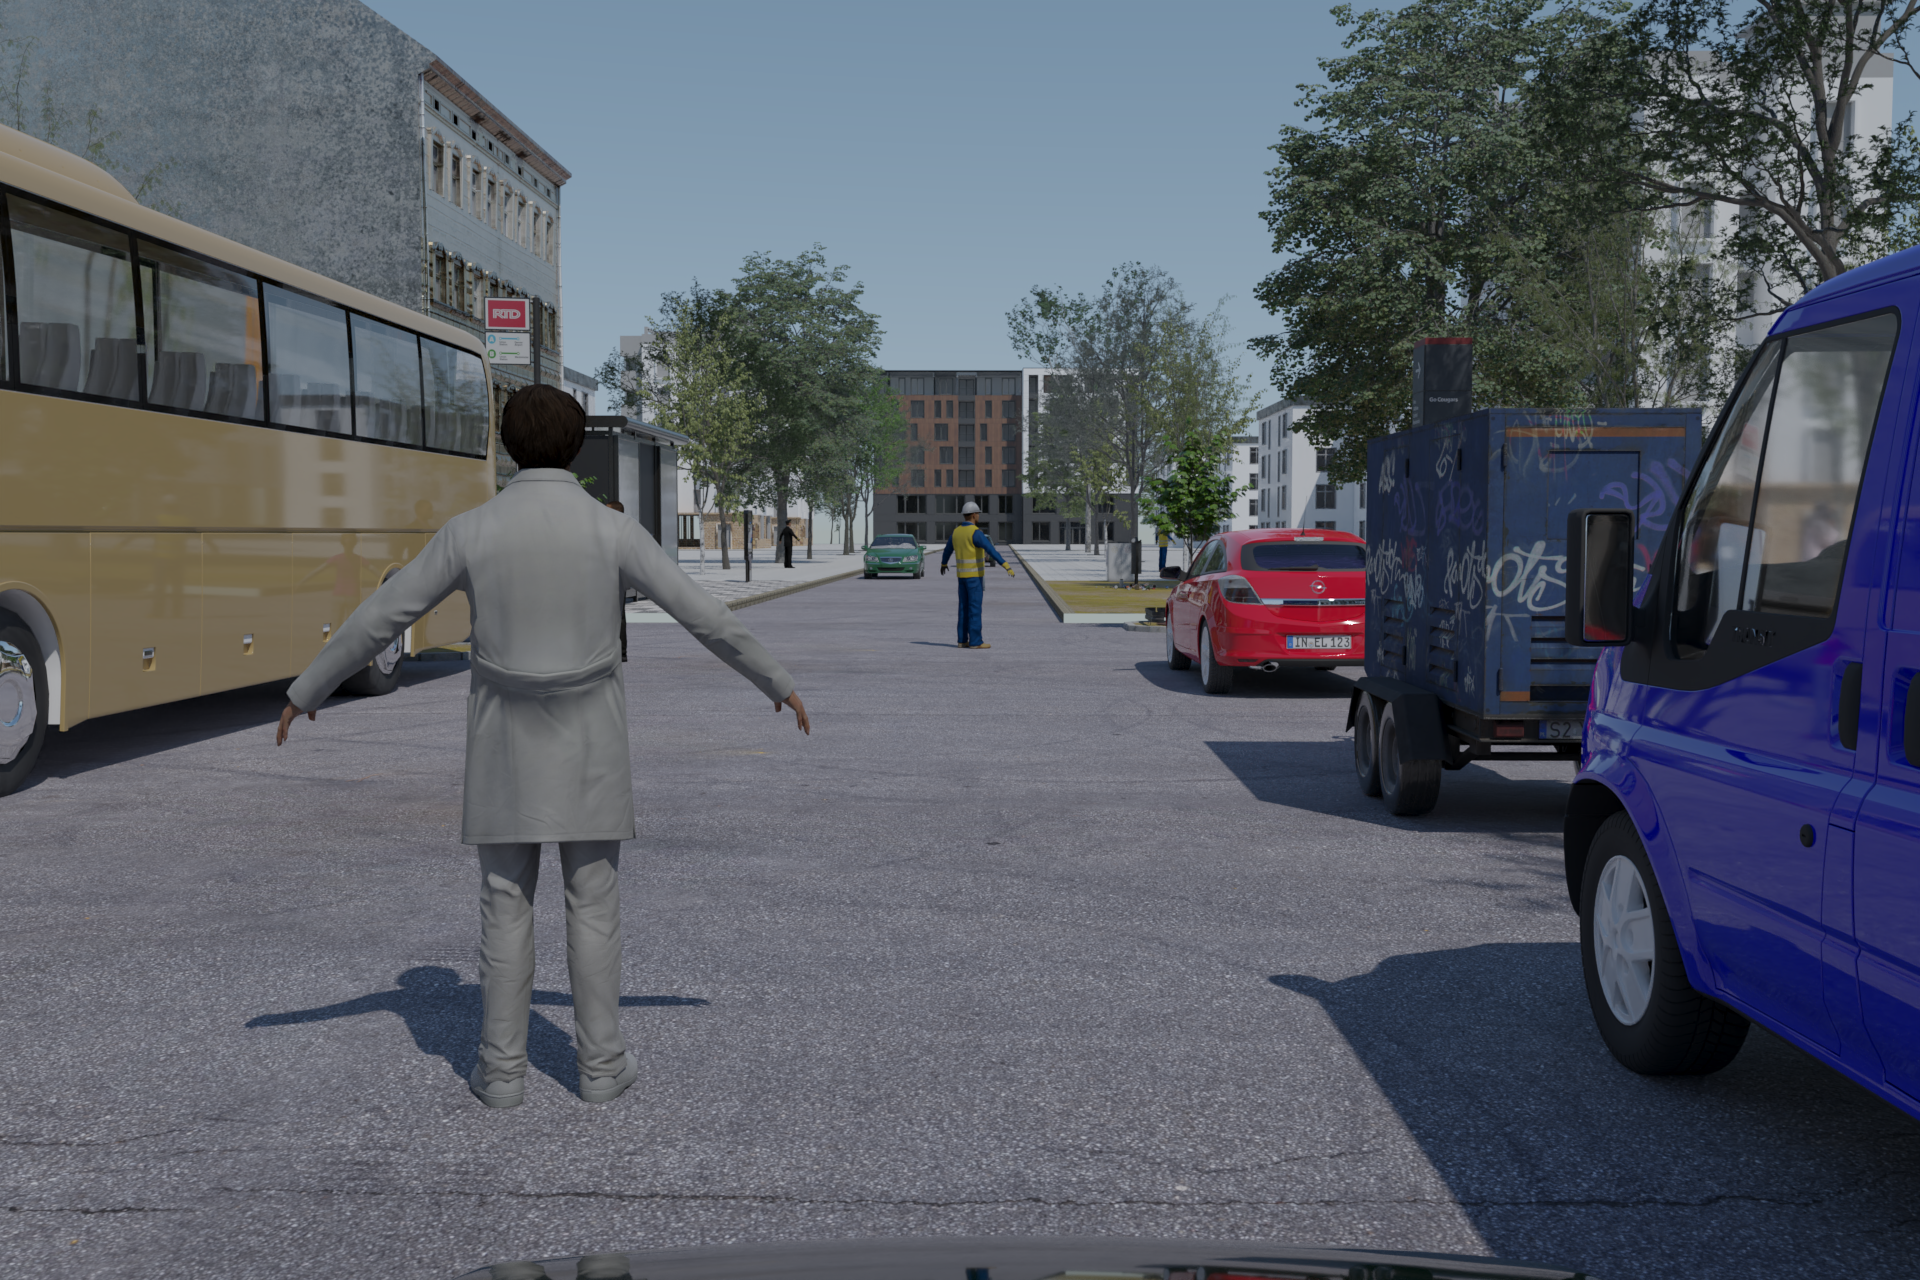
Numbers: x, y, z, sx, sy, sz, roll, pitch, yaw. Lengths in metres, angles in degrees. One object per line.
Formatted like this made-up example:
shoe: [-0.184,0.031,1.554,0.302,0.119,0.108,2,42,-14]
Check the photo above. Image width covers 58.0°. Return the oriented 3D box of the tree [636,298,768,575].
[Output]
tree: [-8.021,-6.327,53.814,4.737,8.622,4.395,0,3,0]

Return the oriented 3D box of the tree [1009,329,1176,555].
tree: [8.118,-11.837,103.899,12.009,13.543,11.850,0,3,0]

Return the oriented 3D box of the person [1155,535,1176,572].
person: [6.936,-3.187,58.568,0.721,1.772,1.216,-2,4,-25]

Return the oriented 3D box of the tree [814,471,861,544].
tree: [-16.053,-17.451,219.740,7.601,10.594,8.767,1,4,10]

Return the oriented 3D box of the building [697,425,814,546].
building: [-22.040,-20.120,185.386,16.016,20.090,11.380,0,4,2]

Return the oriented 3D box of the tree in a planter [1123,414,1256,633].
tree in a planter: [3.479,-1.757,25.955,1.991,3.239,1.994,0,4,1]

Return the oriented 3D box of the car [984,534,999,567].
car: [0.728,-4.106,76.923,2.009,1.686,4.222,0,4,0]

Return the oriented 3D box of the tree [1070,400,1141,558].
tree: [7.806,-8.679,92.270,4.737,8.622,4.395,0,3,0]

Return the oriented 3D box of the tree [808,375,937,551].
tree: [-6.847,-13.331,128.331,12.009,13.543,11.850,0,3,0]

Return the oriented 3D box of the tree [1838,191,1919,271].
tree: [19.087,-5.139,34.383,4.737,8.622,4.395,0,3,0]

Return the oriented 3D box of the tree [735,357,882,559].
tree: [-7.727,-9.347,87.241,8.767,10.594,7.601,1,4,11]

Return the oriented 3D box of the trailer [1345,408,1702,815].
trailer: [2.926,-0.169,9.814,1.471,1.999,3.904,0,4,2]

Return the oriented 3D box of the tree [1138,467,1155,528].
tree: [26.581,-18.785,225.266,7.486,12.596,7.792,0,3,0]

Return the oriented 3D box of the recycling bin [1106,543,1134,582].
recycling bin: [4.324,-2.096,46.824,0.722,1.027,0.722,0,4,1]

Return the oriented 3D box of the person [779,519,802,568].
person: [-6.409,-3.608,64.931,0.705,1.837,1.347,-3,5,-43]

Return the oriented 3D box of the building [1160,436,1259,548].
building: [24.397,-13.484,162.614,9.099,9.664,28.070,0,4,1]

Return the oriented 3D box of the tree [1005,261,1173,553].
tree: [10.312,-16.081,118.811,12.611,20.169,13.585,0,3,0]

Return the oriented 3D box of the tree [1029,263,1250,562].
tree: [7.955,-10.275,78.369,12.009,13.543,11.850,0,3,0]

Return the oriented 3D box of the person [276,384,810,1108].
person: [-1.048,0.259,4.413,1.347,1.806,0.705,-1,4,-10]

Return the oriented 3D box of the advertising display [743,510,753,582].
advertising display: [-5.678,-2.524,46.476,0.123,1.923,0.974,0,4,0]

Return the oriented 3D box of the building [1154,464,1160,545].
building: [27.110,-15.226,191.096,9.099,9.664,28.070,0,4,1]

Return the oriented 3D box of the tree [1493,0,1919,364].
tree: [9.195,-5.052,17.010,8.767,10.594,7.601,3,4,38]

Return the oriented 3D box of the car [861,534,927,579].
car: [-2.122,-2.736,56.534,2.131,1.459,4.920,0,4,1]

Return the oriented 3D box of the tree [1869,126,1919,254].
tree: [17.386,-4.809,28.982,4.737,8.622,4.395,0,3,0]

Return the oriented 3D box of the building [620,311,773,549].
building: [-22.567,-17.804,147.510,16.016,20.090,11.380,0,4,0]

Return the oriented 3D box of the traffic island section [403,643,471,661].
traffic island section: [-6.398,0.145,20.501,1.991,0.108,1.994,0,4,1]

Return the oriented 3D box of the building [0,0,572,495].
building: [-26.148,-14.259,64.056,19.493,23.208,18.063,0,4,1]

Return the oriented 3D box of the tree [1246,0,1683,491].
tree: [10.552,-8.015,37.699,9.857,13.997,8.962,0,3,0]

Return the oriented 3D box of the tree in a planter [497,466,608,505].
tree in a planter: [-6.244,-1.741,25.690,1.991,3.239,1.994,0,4,2]

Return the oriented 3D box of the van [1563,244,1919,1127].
van: [2.651,0.094,2.844,2.240,2.365,5.245,0,4,1]

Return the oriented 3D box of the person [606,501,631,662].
person: [-3.885,-0.658,19.445,0.704,1.802,1.346,-1,4,-14]

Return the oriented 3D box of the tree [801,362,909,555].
tree: [-6.889,-10.907,104.091,9.928,11.665,9.643,0,3,0]

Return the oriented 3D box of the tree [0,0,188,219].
tree: [-12.797,-4.383,22.017,4.360,8.622,3.978,0,3,0]

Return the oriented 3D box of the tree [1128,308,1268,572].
tree: [7.664,-6.519,56.952,4.737,8.622,4.395,0,3,0]

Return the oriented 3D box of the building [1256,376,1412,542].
building: [24.535,-9.952,104.866,9.099,9.664,28.070,0,4,1]

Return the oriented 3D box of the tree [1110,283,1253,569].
tree: [6.885,-6.128,50.548,4.360,8.622,3.978,0,3,0]

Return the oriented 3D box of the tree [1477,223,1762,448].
tree: [17.945,-6.883,46.955,8.767,10.594,7.601,0,4,5]

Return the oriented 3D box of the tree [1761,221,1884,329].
tree: [20.426,-5.504,40.355,4.360,8.622,3.978,0,3,0]

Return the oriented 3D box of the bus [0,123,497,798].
bus: [-6.308,-1.283,12.529,2.896,3.916,12.252,0,4,1]

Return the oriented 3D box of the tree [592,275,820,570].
tree: [-8.667,-7.834,62.506,7.601,10.594,8.767,3,5,44]

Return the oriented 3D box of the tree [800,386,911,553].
tree: [-7.219,-11.668,116.523,9.928,11.665,9.643,0,3,0]

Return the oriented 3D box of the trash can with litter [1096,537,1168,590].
trash can with litter: [4.038,-1.798,40.456,1.678,1.210,2.233,0,4,2]

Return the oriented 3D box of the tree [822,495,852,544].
tree: [-16.036,-16.892,226.549,4.737,8.622,4.395,0,3,0]

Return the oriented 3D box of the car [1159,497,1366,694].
car: [3.090,-0.488,17.021,2.155,1.783,4.494,0,4,0]

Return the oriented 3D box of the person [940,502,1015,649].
person: [0.155,-0.813,21.725,0.705,1.833,1.349,-3,5,-41]

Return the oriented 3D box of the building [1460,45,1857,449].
building: [26.797,-13.281,73.567,16.016,20.090,11.380,0,4,2]

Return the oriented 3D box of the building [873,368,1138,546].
building: [5.336,-23.146,224.861,32.646,21.610,27.936,0,4,-1]

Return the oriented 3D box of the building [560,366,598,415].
building: [-24.218,-9.309,94.356,9.099,9.664,28.070,0,4,0]

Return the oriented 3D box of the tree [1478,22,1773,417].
tree: [9.869,-4.599,25.554,4.360,8.622,3.978,0,3,0]

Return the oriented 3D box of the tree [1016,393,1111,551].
tree: [8.184,-13.194,133.845,7.486,12.596,7.792,0,3,0]

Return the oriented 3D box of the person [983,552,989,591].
person: [0.460,-1.925,43.204,0.599,1.433,0.991,2,4,31]

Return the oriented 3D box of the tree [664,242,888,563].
tree: [-7.917,-10.335,75.634,9.857,13.997,8.962,0,3,0]

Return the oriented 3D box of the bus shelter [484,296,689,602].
bus shelter: [-6.883,-3.327,32.032,2.179,5.291,8.768,0,4,1]

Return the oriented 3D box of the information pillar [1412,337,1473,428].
information pillar: [6.428,-2.067,23.173,0.750,3.857,0.750,0,4,1]
